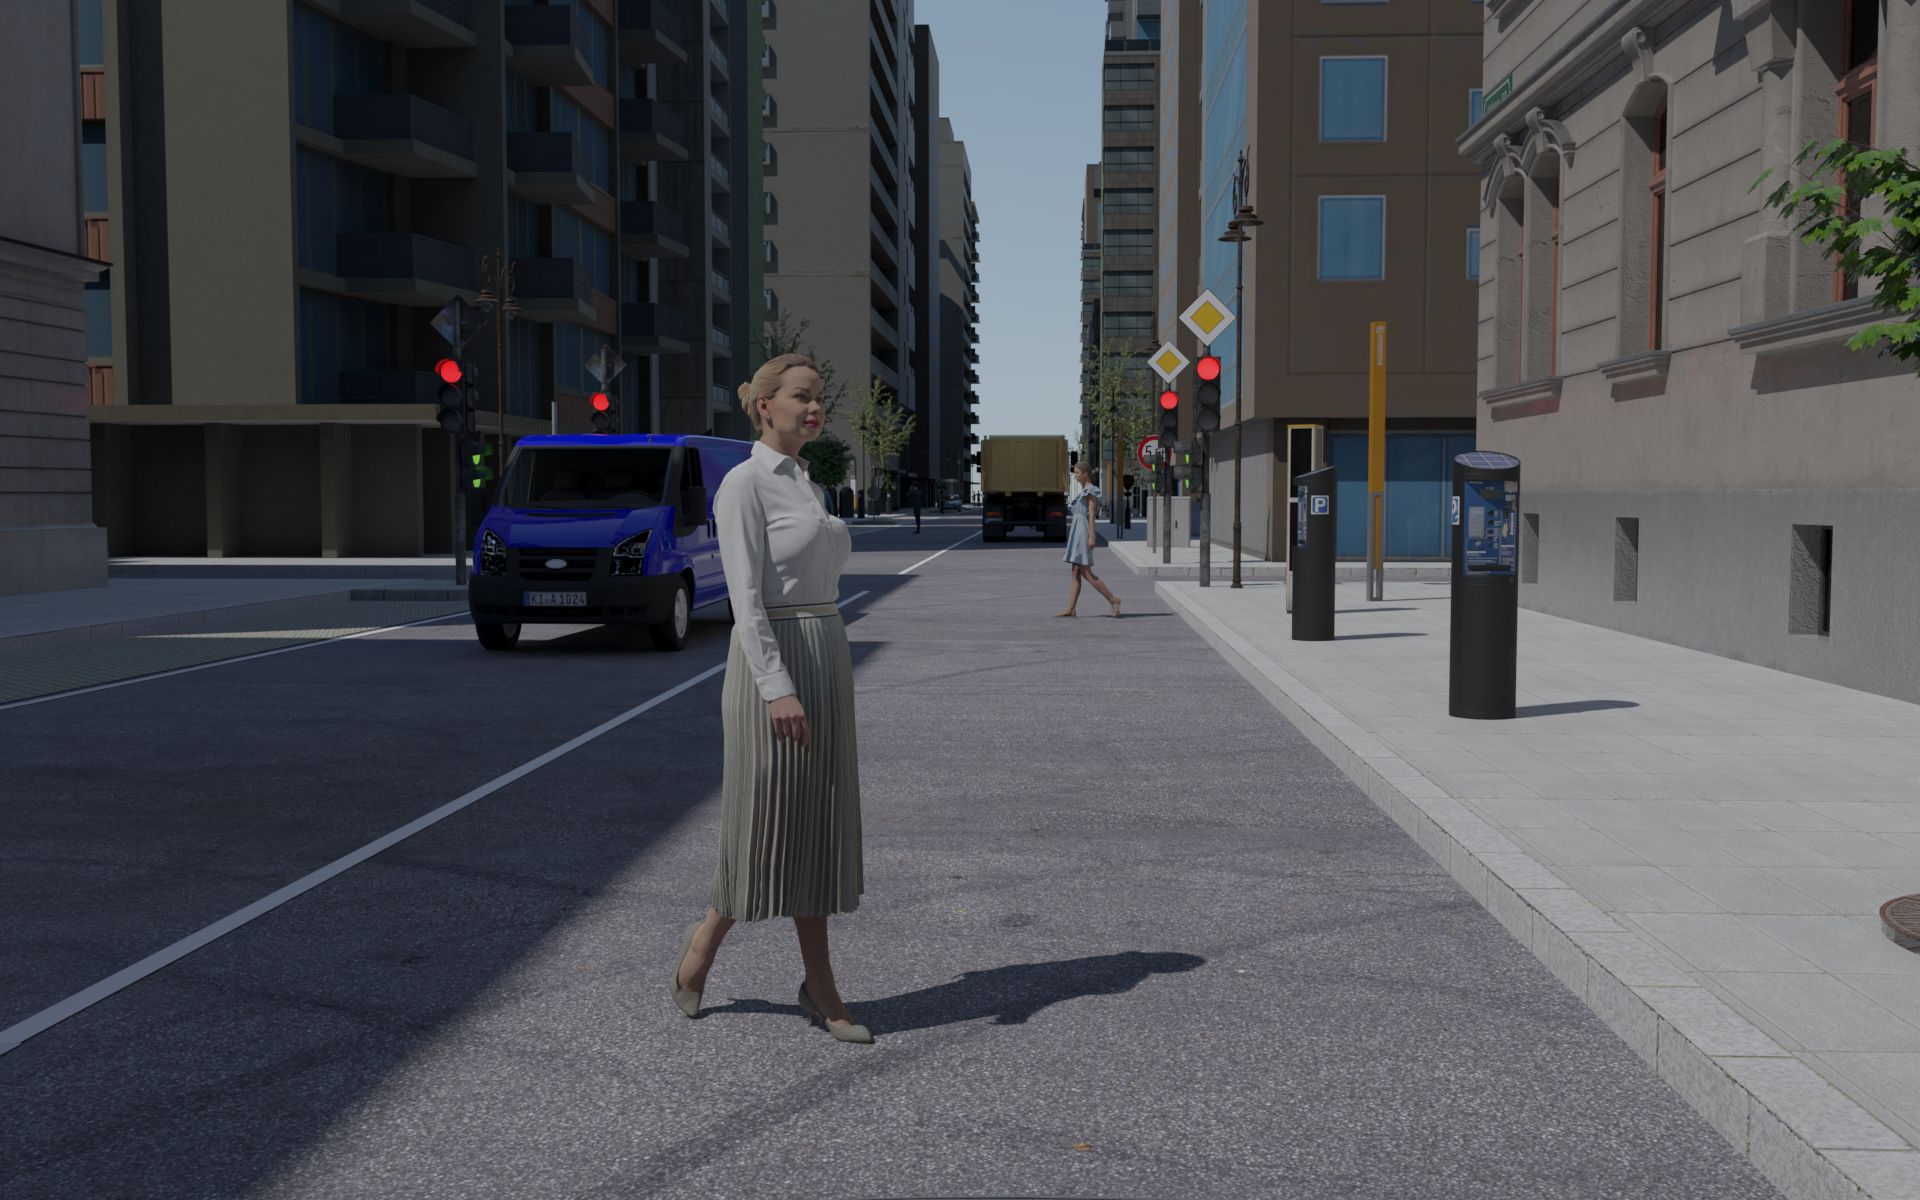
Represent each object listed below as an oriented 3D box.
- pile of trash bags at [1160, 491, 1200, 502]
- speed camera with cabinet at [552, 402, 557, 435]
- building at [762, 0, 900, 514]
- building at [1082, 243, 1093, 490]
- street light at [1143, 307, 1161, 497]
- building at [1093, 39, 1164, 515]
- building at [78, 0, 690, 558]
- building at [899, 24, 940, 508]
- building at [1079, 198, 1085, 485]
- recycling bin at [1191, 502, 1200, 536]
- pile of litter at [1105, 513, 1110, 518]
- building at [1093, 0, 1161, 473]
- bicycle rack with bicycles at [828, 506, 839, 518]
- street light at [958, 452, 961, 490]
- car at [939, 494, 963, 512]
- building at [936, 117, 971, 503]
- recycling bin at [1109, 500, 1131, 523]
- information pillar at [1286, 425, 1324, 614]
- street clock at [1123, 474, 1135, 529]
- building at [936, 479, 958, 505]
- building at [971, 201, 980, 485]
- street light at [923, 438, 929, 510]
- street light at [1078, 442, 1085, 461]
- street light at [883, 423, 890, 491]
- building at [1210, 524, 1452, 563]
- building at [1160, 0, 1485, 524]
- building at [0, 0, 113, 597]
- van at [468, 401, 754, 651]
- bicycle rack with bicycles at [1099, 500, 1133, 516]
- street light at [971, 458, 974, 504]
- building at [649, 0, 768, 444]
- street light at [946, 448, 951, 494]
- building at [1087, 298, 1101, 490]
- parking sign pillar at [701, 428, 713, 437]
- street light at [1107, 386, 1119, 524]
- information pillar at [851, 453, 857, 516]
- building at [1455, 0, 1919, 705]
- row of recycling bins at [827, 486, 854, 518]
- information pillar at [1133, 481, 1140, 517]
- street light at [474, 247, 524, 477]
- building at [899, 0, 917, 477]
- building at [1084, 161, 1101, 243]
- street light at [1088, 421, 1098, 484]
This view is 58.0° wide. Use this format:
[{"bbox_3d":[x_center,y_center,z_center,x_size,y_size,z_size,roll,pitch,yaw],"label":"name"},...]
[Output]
[{"bbox_3d":[7.248,-2.884,56.912,1.912,1.369,3.447,1,4,23],"label":"pile of trash bags"},{"bbox_3d":[-8.488,-2.589,36.661,0.660,3.252,2.038,0,4,-4],"label":"speed camera with cabinet"},{"bbox_3d":[-15.733,-30.277,118.734,21.300,48.544,21.600,0,4,3],"label":"building"},{"bbox_3d":[21.112,-26.214,200.292,14.160,30.474,14.107,0,4,3],"label":"building"},{"bbox_3d":[4.785,-4.289,42.910,0.468,5.910,1.993,0,4,3],"label":"street light"},{"bbox_3d":[16.223,-20.918,113.713,14.160,30.474,14.107,0,4,3],"label":"building"},{"bbox_3d":[-19.955,-23.995,46.937,22.147,44.769,28.867,0,4,3],"label":"building"},{"bbox_3d":[-9.301,-31.422,163.867,14.600,45.320,14.200,0,4,3],"label":"building"},{"bbox_3d":[28.452,-36.443,250.474,22.147,44.769,28.867,0,4,3],"label":"building"},{"bbox_3d":[7.098,-2.471,52.958,0.722,1.027,0.722,2,4,25],"label":"recycling bin"},{"bbox_3d":[8.350,-4.885,93.836,1.176,0.858,1.719,2,4,30],"label":"pile of litter"},{"bbox_3d":[22.601,-31.554,135.512,23.786,49.044,30.456,0,4,3],"label":"building"},{"bbox_3d":[-8.364,-5.365,101.097,2.852,0.926,2.925,-3,5,-41],"label":"bicycle rack with bicycles"},{"bbox_3d":[-0.066,-13.441,192.547,0.468,5.910,1.993,0,4,3],"label":"street light"},{"bbox_3d":[-0.759,-7.686,137.674,2.014,1.417,4.499,0,4,2],"label":"car"},{"bbox_3d":[-9.661,-36.896,226.953,21.300,48.544,21.600,0,4,3],"label":"building"},{"bbox_3d":[7.068,-3.905,76.403,0.722,1.027,0.722,-2,4,-25],"label":"recycling bin"},{"bbox_3d":[3.689,-0.860,18.545,0.304,2.012,0.304,2,4,28],"label":"information pillar"},{"bbox_3d":[6.155,-3.605,63.519,0.471,2.002,0.358,2,4,25],"label":"street clock"},{"bbox_3d":[-16.620,-31.346,204.392,32.217,40.220,23.993,0,4,3],"label":"building"},{"bbox_3d":[-8.426,-36.551,252.225,22.147,44.769,28.867,0,4,3],"label":"building"},{"bbox_3d":[-2.772,-10.264,140.596,0.468,5.910,1.993,0,4,3],"label":"street light"},{"bbox_3d":[10.764,-10.931,151.508,0.468,5.910,1.993,0,4,3],"label":"street light"},{"bbox_3d":[-4.534,-8.339,109.133,0.468,5.910,1.993,0,4,3],"label":"street light"},{"bbox_3d":[12.885,-23.677,37.233,14.200,45.320,14.600,0,4,3],"label":"building"},{"bbox_3d":[17.659,-26.841,88.966,14.600,45.320,14.200,0,4,3],"label":"building"},{"bbox_3d":[-21.112,-9.455,19.217,19.286,19.102,10.561,0,4,3],"label":"building"},{"bbox_3d":[-3.324,-0.810,17.625,2.240,2.365,5.245,0,4,4],"label":"van"},{"bbox_3d":[9.344,-5.507,103.422,2.925,0.926,2.852,-1,4,-8],"label":"bicycle rack with bicycles"},{"bbox_3d":[1.623,-15.367,224.033,0.468,5.910,1.993,0,4,3],"label":"street light"},{"bbox_3d":[-16.913,-24.160,78.617,14.154,41.232,14.086,0,4,3],"label":"building"},{"bbox_3d":[-1.168,-12.184,171.990,0.468,5.910,1.993,0,4,3],"label":"street light"},{"bbox_3d":[26.393,-19.681,166.818,27.650,21.520,28.899,0,4,3],"label":"building"},{"bbox_3d":[-10.696,-5.031,70.729,1.447,3.967,1.447,0,4,8],"label":"parking sign pillar"},{"bbox_3d":[6.564,-6.211,74.339,0.468,5.910,1.993,0,4,3],"label":"street light"},{"bbox_3d":[-6.109,-6.607,99.376,0.183,3.616,0.504,-2,4,-35],"label":"information pillar"},{"bbox_3d":[12.066,-13.611,9.924,14.401,28.519,23.554,0,4,3],"label":"building"},{"bbox_3d":[-7.499,-5.293,93.660,3.534,1.692,1.069,-1,4,-8],"label":"row of recycling bins"},{"bbox_3d":[9.901,-5.669,97.180,0.304,2.012,0.304,3,4,38],"label":"information pillar"},{"bbox_3d":[-8.661,-3.664,32.687,0.468,5.910,1.993,0,4,3],"label":"street light"},{"bbox_3d":[-17.964,-33.885,143.266,28.713,52.752,27.495,0,4,3],"label":"building"},{"bbox_3d":[23.420,-35.392,228.777,14.600,45.320,14.200,0,4,3],"label":"building"},{"bbox_3d":[8.278,-8.163,106.261,0.468,5.910,1.993,0,4,3],"label":"street light"}]
